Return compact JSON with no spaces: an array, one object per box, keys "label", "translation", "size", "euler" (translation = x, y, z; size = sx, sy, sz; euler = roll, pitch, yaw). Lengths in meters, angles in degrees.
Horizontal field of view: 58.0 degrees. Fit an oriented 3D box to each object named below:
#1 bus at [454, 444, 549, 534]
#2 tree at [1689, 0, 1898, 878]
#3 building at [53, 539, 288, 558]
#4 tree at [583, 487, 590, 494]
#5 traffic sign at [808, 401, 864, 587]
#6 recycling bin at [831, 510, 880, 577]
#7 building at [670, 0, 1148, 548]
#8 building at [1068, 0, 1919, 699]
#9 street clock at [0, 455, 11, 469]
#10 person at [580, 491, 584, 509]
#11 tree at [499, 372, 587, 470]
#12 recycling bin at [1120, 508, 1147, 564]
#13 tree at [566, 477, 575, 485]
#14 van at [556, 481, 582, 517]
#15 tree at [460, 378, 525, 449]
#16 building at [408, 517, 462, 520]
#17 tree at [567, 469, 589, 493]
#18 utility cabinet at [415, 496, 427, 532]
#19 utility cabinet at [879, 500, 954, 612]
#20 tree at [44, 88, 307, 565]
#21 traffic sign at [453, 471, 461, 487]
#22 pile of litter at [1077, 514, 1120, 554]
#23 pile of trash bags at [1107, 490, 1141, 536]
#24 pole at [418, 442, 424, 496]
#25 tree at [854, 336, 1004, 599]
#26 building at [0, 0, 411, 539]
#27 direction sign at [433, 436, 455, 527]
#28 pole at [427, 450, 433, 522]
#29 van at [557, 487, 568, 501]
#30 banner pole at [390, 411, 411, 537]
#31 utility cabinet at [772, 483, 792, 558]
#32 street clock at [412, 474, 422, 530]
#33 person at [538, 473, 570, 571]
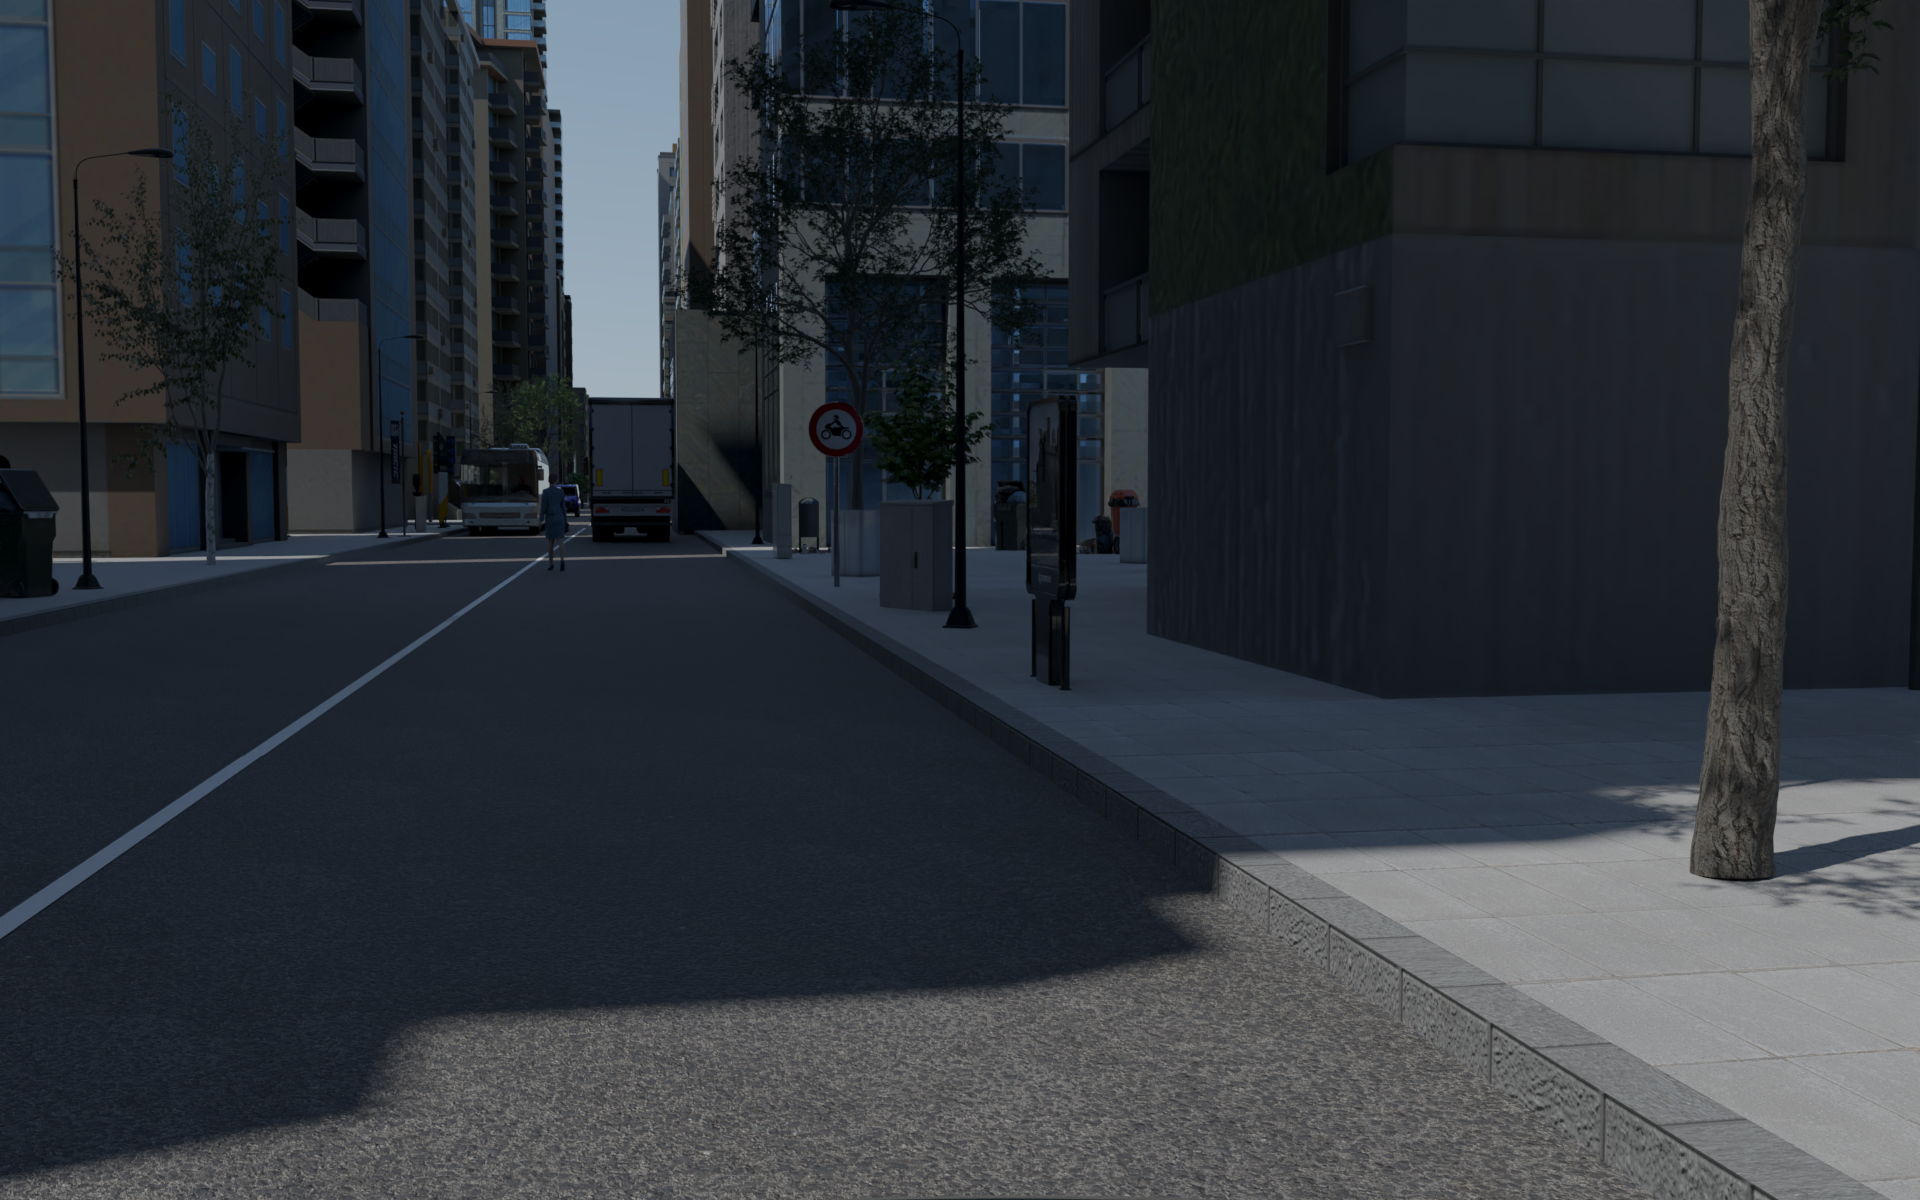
[{"label":"bus","translation":[-16.786,-4.252,64.387],"size":[2.948,3.499,13.247],"euler":[-1,4,-12]},{"label":"tree","translation":[2.956,-4.351,5.543],"size":[7.601,10.594,8.767],"euler":[0,4,-5]},{"label":"building","translation":[-23.845,-23.777,38.864],"size":[14.600,45.320,14.200],"euler":[-1,4,-11]},{"label":"tree","translation":[-57.226,-16.535,264.943],"size":[1.663,3.219,1.824],"euler":[0,3,0]},{"label":"traffic sign","translation":[-1.703,-1.455,23.903],"size":[0.768,2.556,0.104],"euler":[0,4,-3]},{"label":"recycling bin","translation":[-1.540,-0.896,27.201],"size":[0.722,1.027,0.722],"euler":[3,5,44]},{"label":"building","translation":[1.985,-45.421,55.303],"size":[22.319,86.520,31.000],"euler":[-1,4,-11]},{"label":"building","translation":[8.297,-20.427,17.579],"size":[14.154,41.232,14.086],"euler":[-1,4,-11]},{"label":"street clock","translation":[-17.477,-1.641,31.408],"size":[0.471,2.002,0.358],"euler":[-3,5,-41]},{"label":"person","translation":[-37.209,-9.833,169.792],"size":[0.750,1.759,0.617],"euler":[2,4,25]},{"label":"tree","translation":[-35.618,-13.549,147.273],"size":[9.928,11.665,9.643],"euler":[0,3,0]},{"label":"recycling bin","translation":[3.458,-1.202,32.211],"size":[0.722,1.027,0.722],"euler":[-2,4,-34]},{"label":"tree","translation":[-44.795,-12.518,199.274],"size":[1.663,3.219,1.824],"euler":[0,3,0]},{"label":"van","translation":[-24.993,-6.420,109.345],"size":[2.240,2.365,5.245],"euler":[-1,4,-11]},{"label":"tree","translation":[-29.210,-9.731,109.464],"size":[4.360,8.622,3.978],"euler":[0,3,0]},{"label":"building","translation":[-39.855,-24.308,89.313],"size":[32.217,40.220,23.993],"euler":[-1,4,-11]},{"label":"tree","translation":[-49.820,-14.817,225.968],"size":[4.285,4.588,4.351],"euler":[0,3,0]},{"label":"utility cabinet","translation":[-18.165,-2.887,58.364],"size":[0.306,1.237,1.020],"euler":[-1,4,-13]},{"label":"utility cabinet","translation":[-0.500,-0.499,19.327],"size":[0.306,1.237,1.020],"euler":[-3,4,-38]},{"label":"tree","translation":[-13.776,-4.948,31.269],"size":[4.360,8.622,3.978],"euler":[0,3,0]},{"label":"traffic sign","translation":[-20.154,-4.071,70.202],"size":[0.795,2.450,0.064],"euler":[-1,4,-11]},{"label":"pile of litter","translation":[3.067,-1.429,37.330],"size":[1.719,0.858,1.176],"euler":[1,4,17]},{"label":"pile of trash bags","translation":[4.495,-1.525,34.693],"size":[3.447,1.369,1.912],"euler":[-2,4,-27]},{"label":"pole","translation":[-21.154,-4.533,67.955],"size":[0.158,3.312,0.155],"euler":[0,3,0]},{"label":"tree","translation":[-0.569,-1.640,21.417],"size":[1.663,3.219,1.824],"euler":[0,3,0]},{"label":"building","translation":[-27.284,-25.051,59.691],"size":[14.200,45.320,14.600],"euler":[-1,4,-11]},{"label":"direction sign","translation":[-20.010,-4.604,67.267],"size":[0.876,3.537,0.379],"euler":[-3,4,-39]},{"label":"pole","translation":[-24.267,-5.226,79.290],"size":[0.158,3.312,0.155],"euler":[0,3,0]},{"label":"van","translation":[-22.520,-5.375,94.900],"size":[2.013,2.044,4.112],"euler":[-1,4,-12]},{"label":"banner pole","translation":[-16.826,-3.787,51.936],"size":[0.401,3.779,0.863],"euler":[1,4,15]},{"label":"utility cabinet","translation":[-3.552,-1.590,34.681],"size":[0.318,1.500,1.173],"euler":[-1,4,-10]},{"label":"street clock","translation":[-19.507,-3.528,62.247],"size":[0.358,2.002,0.471],"euler":[0,4,-8]},{"label":"person","translation":[-7.577,-1.456,32.327],"size":[0.581,1.822,0.654],"euler":[-1,4,-21]}]
